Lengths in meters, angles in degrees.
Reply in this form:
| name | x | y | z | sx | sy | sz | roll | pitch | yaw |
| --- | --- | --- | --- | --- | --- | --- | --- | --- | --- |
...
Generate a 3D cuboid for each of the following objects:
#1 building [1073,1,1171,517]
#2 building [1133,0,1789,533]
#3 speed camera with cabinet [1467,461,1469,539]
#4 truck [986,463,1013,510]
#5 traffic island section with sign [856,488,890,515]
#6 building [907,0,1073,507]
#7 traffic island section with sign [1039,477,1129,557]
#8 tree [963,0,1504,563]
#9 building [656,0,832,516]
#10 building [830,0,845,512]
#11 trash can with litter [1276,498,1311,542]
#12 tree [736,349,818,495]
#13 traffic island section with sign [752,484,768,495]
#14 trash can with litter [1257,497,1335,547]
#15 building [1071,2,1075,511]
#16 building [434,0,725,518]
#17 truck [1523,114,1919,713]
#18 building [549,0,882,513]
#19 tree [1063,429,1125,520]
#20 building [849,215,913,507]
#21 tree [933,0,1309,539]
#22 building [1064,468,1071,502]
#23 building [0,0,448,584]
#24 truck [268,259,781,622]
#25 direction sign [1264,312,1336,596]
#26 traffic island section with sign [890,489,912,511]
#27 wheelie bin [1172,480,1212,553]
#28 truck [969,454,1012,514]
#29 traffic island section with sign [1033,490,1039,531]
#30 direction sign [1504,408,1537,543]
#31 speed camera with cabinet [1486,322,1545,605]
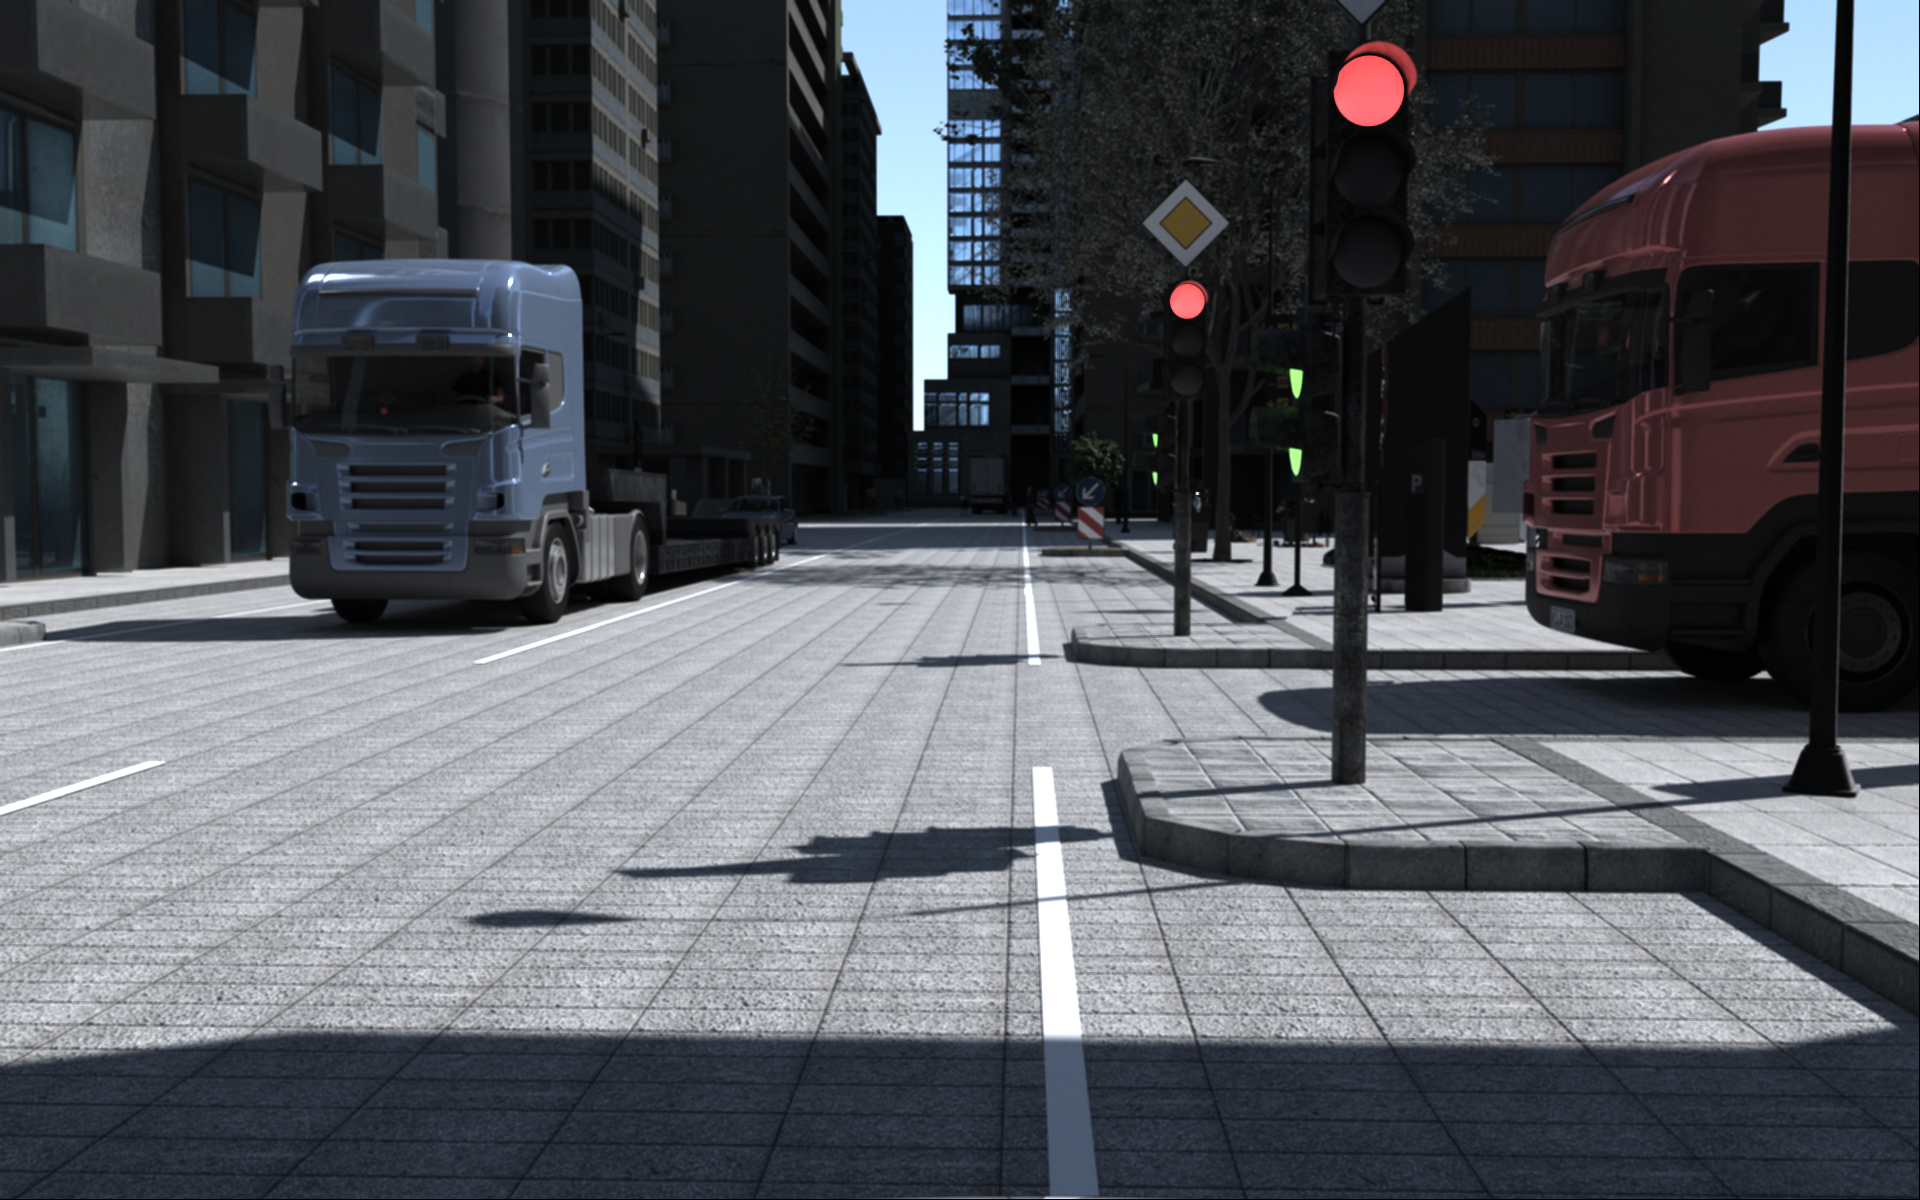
| name | x | y | z | sx | sy | sz | roll | pitch | yaw |
| --- | --- | --- | --- | --- | --- | --- | --- | --- | --- |
| building | 17.991 | -29.498 | 105.993 | 21.300 | 48.544 | 21.600 | 0 | 4 | 2 |
| building | 18.642 | -25.335 | 68.854 | 22.147 | 44.769 | 28.867 | 0 | 4 | 2 |
| speed camera with cabinet | 14.931 | -3.299 | 48.274 | 0.660 | 3.252 | 2.038 | -2 | 4 | -24 |
| truck | 3.302 | -10.379 | 158.615 | 2.839 | 4.237 | 11.283 | 0 | 4 | 3 |
| traffic island section with sign | -6.049 | -6.720 | 118.499 | 1.989 | 1.847 | 2.006 | 0 | 4 | 2 |
| building | 10.541 | -53.293 | 184.019 | 31.000 | 86.520 | 22.319 | 0 | 4 | 2 |
| traffic island section with sign | 2.912 | -1.947 | 40.463 | 1.989 | 1.847 | 2.006 | 0 | 4 | 2 |
| tree | 5.081 | -7.468 | 32.465 | 12.009 | 13.543 | 11.850 | 0 | 3 | 0 |
| building | -19.386 | -29.253 | 101.981 | 21.300 | 48.544 | 21.600 | 0 | 4 | 2 |
| building | -15.786 | -26.714 | 120.371 | 14.154 | 41.232 | 14.086 | 0 | 4 | 2 |
| trash can with litter | 9.002 | -2.157 | 46.647 | 0.624 | 1.170 | 1.055 | 3 | 4 | 37 |
| tree | -9.657 | -8.477 | 88.955 | 4.737 | 8.622 | 4.395 | 0 | 3 | 0 |
| traffic island section with sign | -7.842 | -3.623 | 67.867 | 1.989 | 1.847 | 2.006 | 0 | 4 | 2 |
| trash can with litter | 8.272 | -1.917 | 42.405 | 1.678 | 1.210 | 2.233 | -2 | 4 | -35 |
| building | 19.000 | -36.009 | 130.749 | 21.231 | 58.520 | 28.212 | 0 | 4 | 2 |
| building | -25.031 | -22.902 | 66.329 | 32.217 | 40.220 | 23.993 | 0 | 4 | 2 |
| truck | 9.283 | -1.429 | 12.275 | 11.283 | 4.237 | 2.839 | 0 | 4 | 1 |
| building | -19.332 | -28.142 | 152.002 | 23.993 | 40.220 | 32.217 | 0 | 4 | 2 |
| tree | 6.749 | -6.345 | 87.447 | 4.285 | 4.588 | 4.351 | 0 | 3 | 0 |
| building | -12.170 | -25.075 | 181.671 | 14.107 | 30.474 | 14.160 | 0 | 4 | 2 |
| tree | 5.477 | -11.759 | 48.154 | 12.611 | 20.169 | 13.585 | 0 | 3 | 0 |
| building | 19.950 | -43.820 | 154.710 | 20.563 | 71.187 | 20.611 | 0 | 4 | 2 |
| building | -23.360 | -25.151 | 30.820 | 23.786 | 49.044 | 30.456 | 0 | 4 | 2 |
| truck | -5.334 | -2.232 | 26.255 | 2.967 | 4.110 | 18.799 | 0 | 4 | 3 |
| direction sign | 4.263 | -1.823 | 21.800 | 0.876 | 3.537 | 0.379 | 1 | 4 | 19 |
| traffic island section with sign | -5.089 | -8.368 | 145.437 | 1.989 | 1.847 | 2.006 | 0 | 4 | 2 |
| wheelie bin | 5.125 | -1.858 | 38.293 | 0.693 | 1.594 | 0.980 | -2 | 4 | -29 |
| truck | 2.244 | -8.511 | 128.067 | 2.839 | 4.237 | 11.283 | 0 | 4 | 4 |
| traffic island section with sign | 3.871 | -3.595 | 67.402 | 1.989 | 1.847 | 2.006 | 0 | 4 | 2 |
| direction sign | 14.750 | -3.283 | 45.676 | 0.876 | 3.537 | 0.379 | 0 | 4 | -4 |
| speed camera with cabinet | 7.255 | -1.601 | 20.514 | 2.038 | 3.252 | 0.660 | -2 | 4 | -28 |
